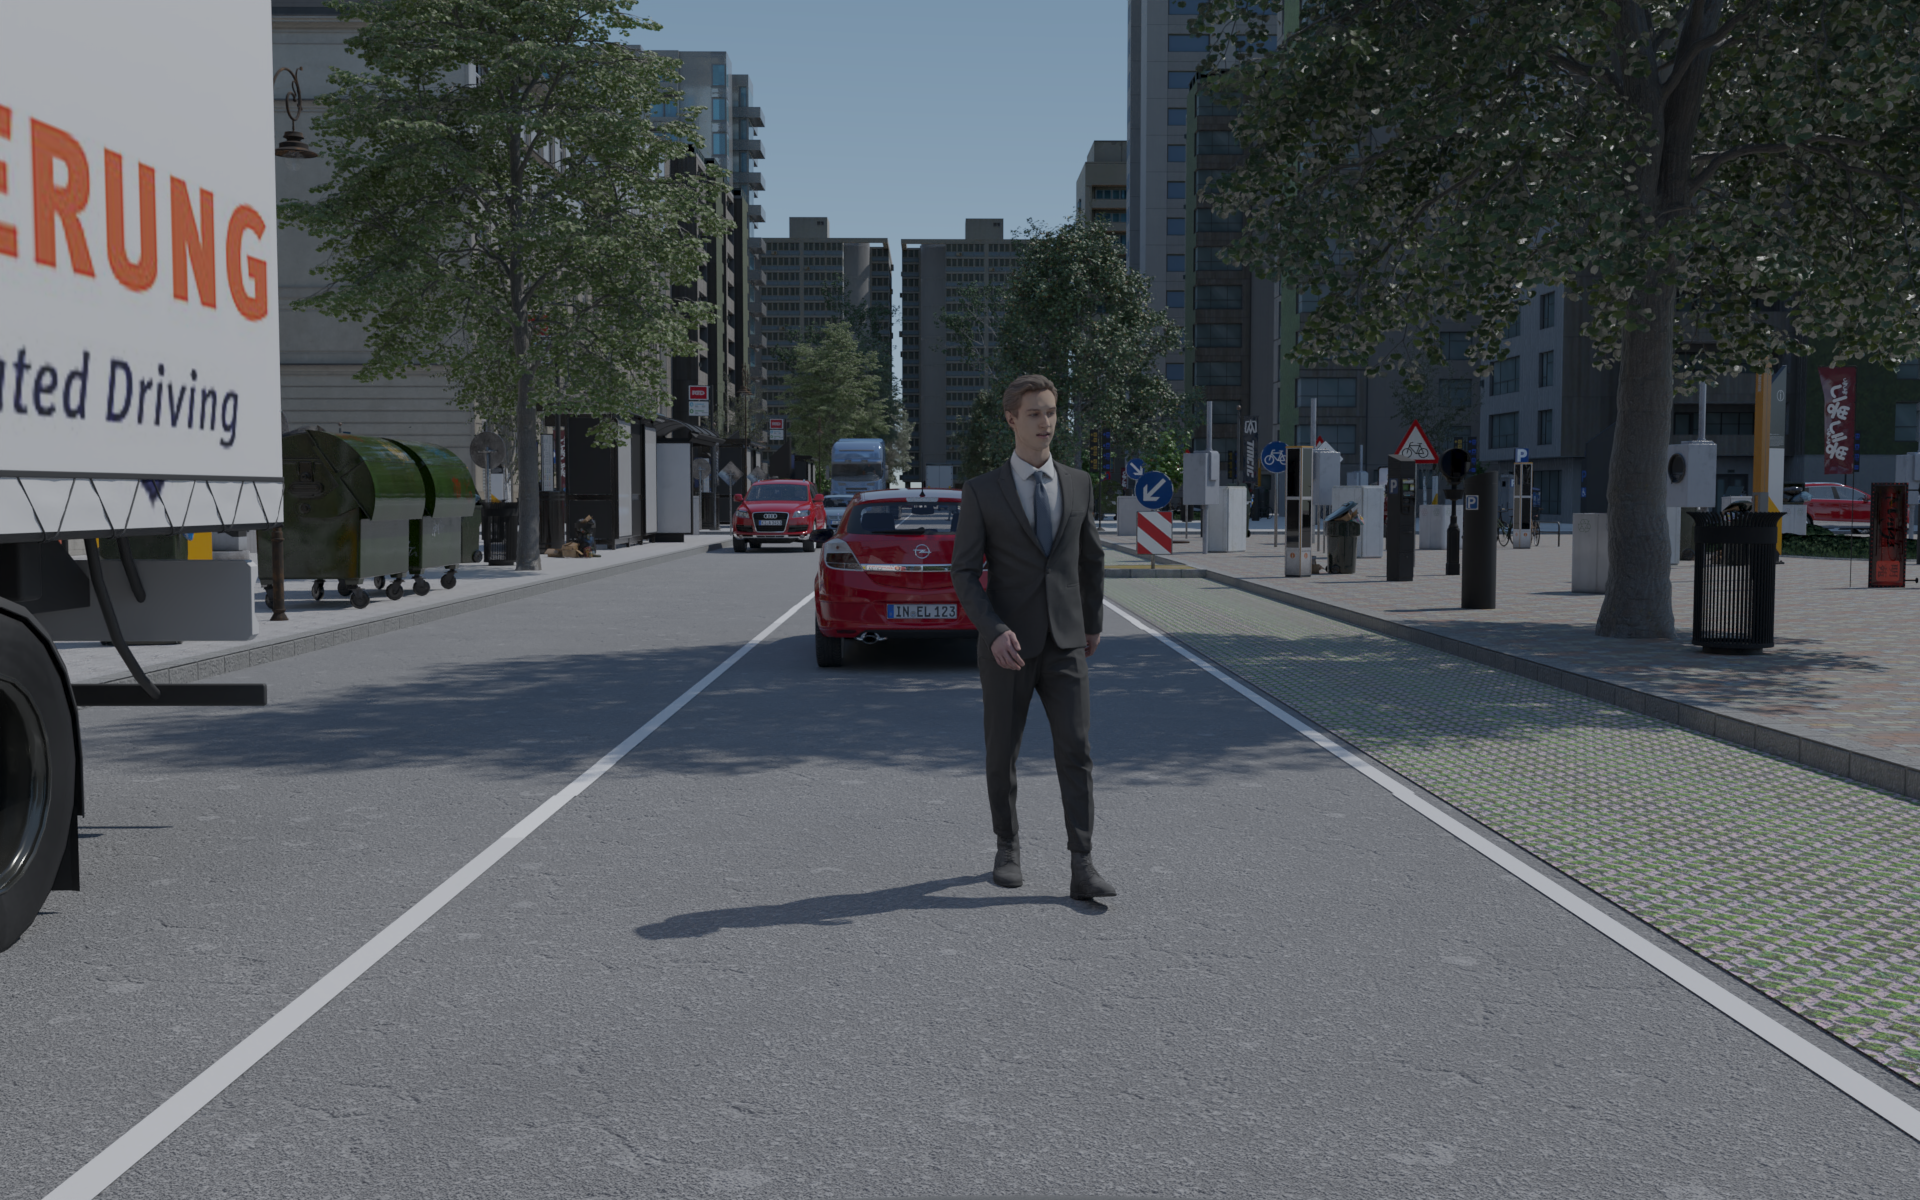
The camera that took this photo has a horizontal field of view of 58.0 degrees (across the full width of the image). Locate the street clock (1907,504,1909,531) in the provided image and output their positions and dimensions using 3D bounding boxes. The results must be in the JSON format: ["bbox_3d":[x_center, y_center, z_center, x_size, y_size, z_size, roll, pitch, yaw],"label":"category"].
[{"bbox_3d":[33.161,-3.425,60.567,0.471,2.002,0.358,-1,4,-15],"label":"street clock"}]

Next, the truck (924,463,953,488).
[{"bbox_3d":[-1.991,-10.621,162.574,2.839,4.237,11.283,0,4,-1],"label":"truck"}]

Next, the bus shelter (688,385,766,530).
[{"bbox_3d":[-8.948,-5.436,66.514,2.179,5.291,8.768,0,4,-1],"label":"bus shelter"}]

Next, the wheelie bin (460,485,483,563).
[{"bbox_3d":[-9.321,-1.489,32.255,0.980,1.594,0.693,2,4,28],"label":"wheelie bin"}]

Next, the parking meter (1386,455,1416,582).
[{"bbox_3d":[6.487,-1.209,25.474,0.255,1.863,0.399,-1,4,-20],"label":"parking meter"}]

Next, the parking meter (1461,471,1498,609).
[{"bbox_3d":[5.817,-0.672,19.393,0.372,1.533,0.369,0,3,0],"label":"parking meter"}]

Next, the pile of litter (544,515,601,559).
[{"bbox_3d":[-7.858,-1.299,35.198,1.176,0.858,1.719,0,4,-3],"label":"pile of litter"}]

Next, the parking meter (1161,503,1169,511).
[{"bbox_3d":[10.647,-4.983,89.884,0.372,1.533,0.369,0,3,0],"label":"parking meter"}]

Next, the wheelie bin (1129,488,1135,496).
[{"bbox_3d":[9.264,-5.167,92.388,0.980,1.594,0.693,2,4,34],"label":"wheelie bin"}]

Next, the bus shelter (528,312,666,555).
[{"bbox_3d":[-8.711,-3.870,40.914,2.179,5.291,8.768,0,4,-1],"label":"bus shelter"}]

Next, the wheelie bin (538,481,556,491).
[{"bbox_3d":[-10.442,-2.170,43.385,0.693,1.594,0.980,0,4,1],"label":"wheelie bin"}]

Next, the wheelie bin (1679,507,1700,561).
[{"bbox_3d":[14.001,-1.571,33.586,0.693,1.594,0.980,2,4,34],"label":"wheelie bin"}]

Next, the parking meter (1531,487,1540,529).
[{"bbox_3d":[21.276,-3.406,64.100,0.372,1.533,0.369,0,3,0],"label":"parking meter"}]

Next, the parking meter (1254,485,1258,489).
[{"bbox_3d":[18.736,-6.330,109.210,0.399,1.863,0.255,2,4,27],"label":"parking meter"}]

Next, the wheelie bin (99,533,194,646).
[{"bbox_3d":[-7.027,-0.425,14.863,0.980,1.594,0.693,-1,4,-14],"label":"wheelie bin"}]

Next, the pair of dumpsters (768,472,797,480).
[{"bbox_3d":[-7.820,-4.517,76.340,1.574,2.255,4.437,0,4,-1],"label":"pair of dumpsters"}]

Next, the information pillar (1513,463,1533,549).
[{"bbox_3d":[13.173,-2.206,40.555,0.304,2.012,0.304,-1,4,-14],"label":"information pillar"}]

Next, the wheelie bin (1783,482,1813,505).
[{"bbox_3d":[21.803,-2.293,45.393,0.980,1.594,0.693,2,4,26],"label":"wheelie bin"}]

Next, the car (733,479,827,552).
[{"bbox_3d":[-4.569,-2.182,44.353,2.281,1.827,5.304,0,3,0],"label":"car"}]

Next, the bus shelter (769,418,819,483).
[{"bbox_3d":[-9.071,-7.161,94.714,2.179,5.291,8.768,0,4,-1],"label":"bus shelter"}]

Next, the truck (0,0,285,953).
[{"bbox_3d":[-4.076,-0.796,1.936,2.839,4.237,11.283,0,4,-1],"label":"truck"}]

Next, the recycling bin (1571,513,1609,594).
[{"bbox_3d":[8.443,-0.609,22.516,0.722,1.027,0.722,3,5,44],"label":"recycling bin"}]

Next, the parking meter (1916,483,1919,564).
[{"bbox_3d":[17.660,-1.415,31.553,0.372,1.533,0.369,0,3,0],"label":"parking meter"}]

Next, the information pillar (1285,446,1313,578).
[{"bbox_3d":[5.220,-1.358,26.694,0.304,2.012,0.304,-3,5,-43],"label":"information pillar"}]

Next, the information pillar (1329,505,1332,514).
[{"bbox_3d":[14.378,-3.799,66.598,0.304,2.012,0.304,1,4,19],"label":"information pillar"}]

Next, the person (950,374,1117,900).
[{"bbox_3d":[0.303,0.128,6.187,0.659,1.850,0.755,-1,4,-16],"label":"person"}]

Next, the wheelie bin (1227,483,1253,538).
[{"bbox_3d":[8.134,-2.641,51.095,0.980,1.594,0.693,-1,4,-22],"label":"wheelie bin"}]

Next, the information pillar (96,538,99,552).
[{"bbox_3d":[-17.218,-2.653,34.730,0.183,3.616,0.504,2,4,24],"label":"information pillar"}]

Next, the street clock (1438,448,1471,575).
[{"bbox_3d":[7.807,-1.395,27.384,0.471,2.002,0.358,0,4,3],"label":"street clock"}]

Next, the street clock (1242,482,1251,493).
[{"bbox_3d":[13.382,-4.666,80.857,0.358,2.002,0.471,-1,4,-18],"label":"street clock"}]

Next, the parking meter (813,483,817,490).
[{"bbox_3d":[-7.673,-5.206,90.834,0.255,1.863,0.399,1,4,19],"label":"parking meter"}]

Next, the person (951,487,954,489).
[{"bbox_3d":[-0.416,-5.126,92.411,0.767,1.812,0.694,2,4,28],"label":"person"}]

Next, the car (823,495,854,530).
[{"bbox_3d":[-4.264,-3.058,61.996,2.014,1.417,4.499,0,4,-2],"label":"car"}]

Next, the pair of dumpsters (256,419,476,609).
[{"bbox_3d":[-7.260,-1.146,21.228,1.574,2.255,4.437,0,4,-1],"label":"pair of dumpsters"}]

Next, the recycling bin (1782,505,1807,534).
[{"bbox_3d":[19.398,-1.728,40.809,0.722,1.027,0.722,-1,4,-13],"label":"recycling bin"}]

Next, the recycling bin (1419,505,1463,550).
[{"bbox_3d":[11.138,-1.685,40.111,0.722,1.027,0.722,-2,4,-35],"label":"recycling bin"}]

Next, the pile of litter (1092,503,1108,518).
[{"bbox_3d":[7.454,-4.915,94.329,1.176,0.858,1.719,0,4,4],"label":"pile of litter"}]

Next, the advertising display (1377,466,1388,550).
[{"bbox_3d":[9.951,-2.115,39.786,0.123,1.923,0.974,-2,4,-27],"label":"advertising display"}]

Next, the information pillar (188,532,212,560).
[{"bbox_3d":[-7.500,-1.557,16.806,0.183,3.616,0.504,2,4,28],"label":"information pillar"}]

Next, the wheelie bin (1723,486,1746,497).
[{"bbox_3d":[30.018,-3.620,67.097,0.693,1.594,0.980,-2,4,-33],"label":"wheelie bin"}]

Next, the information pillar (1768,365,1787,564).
[{"bbox_3d":[14.805,-2.455,31.501,0.504,3.616,0.183,-2,4,-29],"label":"information pillar"}]

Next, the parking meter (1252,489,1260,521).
[{"bbox_3d":[14.092,-4.533,82.532,0.372,1.533,0.369,0,3,0],"label":"parking meter"}]

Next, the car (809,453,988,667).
[{"bbox_3d":[-0.337,-0.416,15.842,2.155,1.783,4.494,0,4,-1],"label":"car"}]

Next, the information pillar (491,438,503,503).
[{"bbox_3d":[-18.894,-4.855,70.733,0.504,3.616,0.183,0,4,-5],"label":"information pillar"}]

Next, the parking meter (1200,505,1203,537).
[{"bbox_3d":[7.341,-2.635,51.489,0.372,1.533,0.369,0,3,0],"label":"parking meter"}]

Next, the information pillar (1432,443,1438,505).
[{"bbox_3d":[21.873,-5.406,79.736,0.183,3.616,0.504,0,4,-6],"label":"information pillar"}]

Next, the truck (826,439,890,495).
[{"bbox_3d":[-4.714,-6.133,90.031,2.967,4.110,18.799,0,4,1],"label":"truck"}]

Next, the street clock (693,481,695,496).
[{"bbox_3d":[-14.711,-5.576,95.733,0.358,2.002,0.471,-1,4,-17],"label":"street clock"}]

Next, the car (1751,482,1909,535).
[{"bbox_3d":[28.896,-2.993,57.611,5.304,1.827,2.281,0,4,-2],"label":"car"}]

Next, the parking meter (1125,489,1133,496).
[{"bbox_3d":[7.875,-4.423,80.725,0.372,1.533,0.369,0,3,0],"label":"parking meter"}]
